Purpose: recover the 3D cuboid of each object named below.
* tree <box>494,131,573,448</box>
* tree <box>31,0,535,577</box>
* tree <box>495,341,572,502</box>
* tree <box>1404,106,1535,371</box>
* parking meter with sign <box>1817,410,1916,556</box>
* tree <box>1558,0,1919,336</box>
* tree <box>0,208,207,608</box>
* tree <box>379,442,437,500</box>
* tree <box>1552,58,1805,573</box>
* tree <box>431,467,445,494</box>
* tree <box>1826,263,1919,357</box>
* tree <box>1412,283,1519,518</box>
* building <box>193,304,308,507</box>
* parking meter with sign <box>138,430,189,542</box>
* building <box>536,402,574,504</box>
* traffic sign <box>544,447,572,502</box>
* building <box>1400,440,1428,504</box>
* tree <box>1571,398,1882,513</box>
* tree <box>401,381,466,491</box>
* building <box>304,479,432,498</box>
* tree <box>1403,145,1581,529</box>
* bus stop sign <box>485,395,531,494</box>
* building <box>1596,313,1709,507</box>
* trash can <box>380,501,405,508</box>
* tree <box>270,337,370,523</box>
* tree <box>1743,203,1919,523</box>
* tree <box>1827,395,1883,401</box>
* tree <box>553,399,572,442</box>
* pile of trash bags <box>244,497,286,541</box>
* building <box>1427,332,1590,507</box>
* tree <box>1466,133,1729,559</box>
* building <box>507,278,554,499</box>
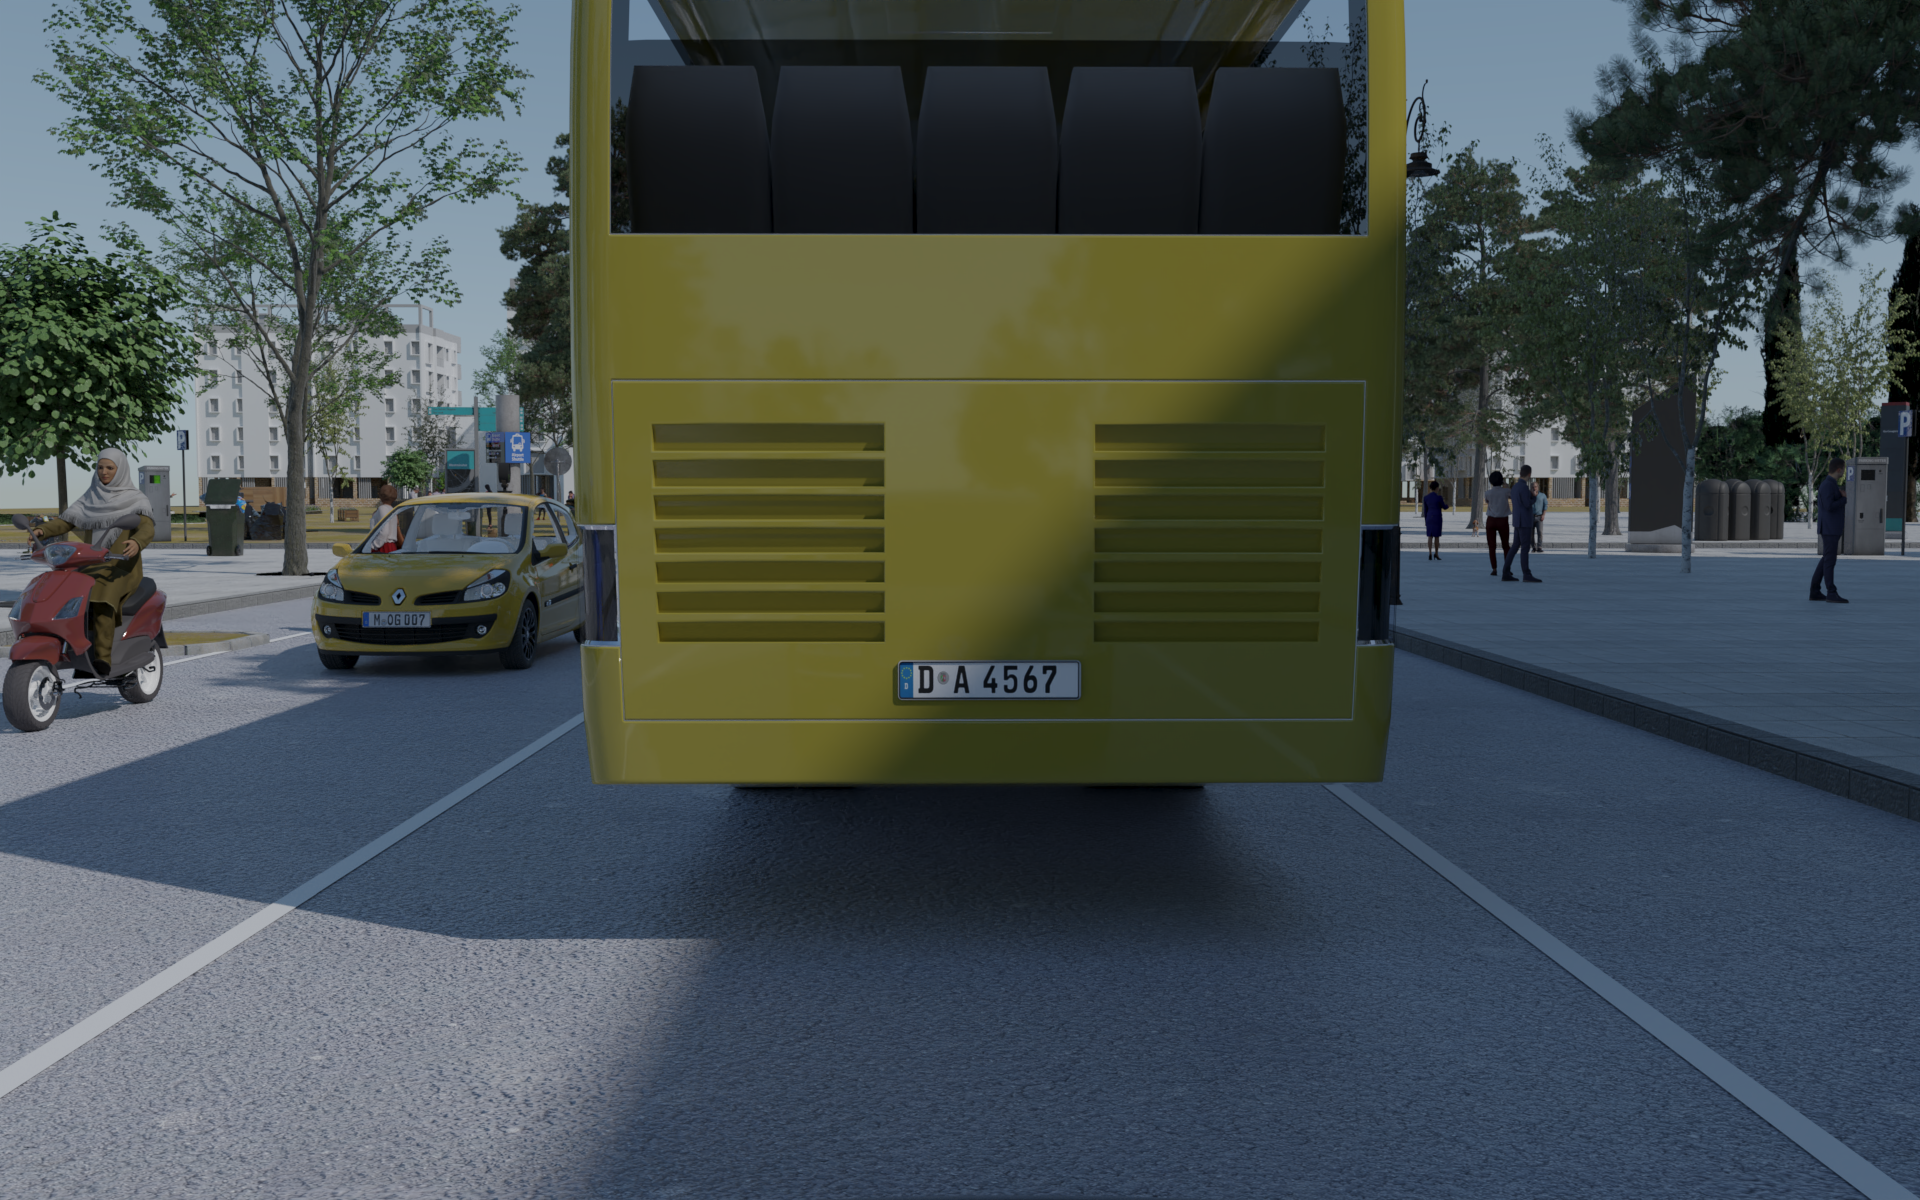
[{"bbox_3d":[-11.002,-8.996,54.505,7.806,13.903,7.818,0,3,0],"label":"tree"},{"bbox_3d":[-10.310,-6.189,26.949,9.928,11.665,9.643,0,3,0],"label":"tree"},{"bbox_3d":[-23.306,-10.085,99.309,7.601,10.594,8.767,-1,4,-11],"label":"tree"},{"bbox_3d":[6.123,-4.644,26.292,4.360,8.622,3.978,0,3,0],"label":"tree"},{"bbox_3d":[18.903,-2.441,36.168,1.738,3.016,0.543,0,4,1],"label":"parking meter with sign"},{"bbox_3d":[6.286,-5.252,7.932,6.751,12.117,7.091,0,3,0],"label":"tree"},{"bbox_3d":[-10.491,-2.218,19.970,4.285,4.588,4.351,0,3,0],"label":"tree"},{"bbox_3d":[-34.113,-7.555,107.242,4.285,4.588,4.351,0,3,0],"label":"tree"},{"bbox_3d":[11.883,-4.764,28.256,4.360,8.622,3.978,0,3,0],"label":"tree"},{"bbox_3d":[-35.066,-7.523,117.595,1.663,3.219,1.824,0,3,0],"label":"tree"},{"bbox_3d":[28.046,-6.384,54.744,4.737,8.622,4.395,0,3,0],"label":"tree"},{"bbox_3d":[25.431,-11.227,93.934,12.009,13.543,11.850,0,3,0],"label":"tree"},{"bbox_3d":[-70.173,-19.729,178.981,11.380,20.091,16.016,0,4,-1],"label":"building"},{"bbox_3d":[-21.657,-3.073,46.511,0.543,3.016,1.738,3,5,41],"label":"parking meter with sign"},{"bbox_3d":[-27.576,-11.869,136.212,9.099,9.664,28.070,0,4,-1],"label":"building"},{"bbox_3d":[-10.950,-2.879,47.180,0.768,2.556,0.104,0,4,0],"label":"traffic sign"},{"bbox_3d":[57.963,-22.542,224.975,11.380,20.091,16.016,0,4,-1],"label":"building"},{"bbox_3d":[52.338,-9.389,116.412,20.602,7.101,11.467,-1,4,-18],"label":"tree"},{"bbox_3d":[-34.514,-9.944,112.941,4.360,8.622,3.978,0,3,0],"label":"tree"},{"bbox_3d":[-71.240,-17.065,221.154,28.070,9.664,9.099,0,4,-1],"label":"building"},{"bbox_3d":[19.286,-9.529,63.227,7.806,13.903,7.818,0,3,0],"label":"tree"},{"bbox_3d":[-12.037,-3.496,46.170,0.837,3.901,0.837,3,4,38],"label":"bus stop sign"},{"bbox_3d":[68.884,-19.819,180.454,11.380,20.091,16.016,0,4,-1],"label":"building"},{"bbox_3d":[-12.023,-1.557,37.114,0.748,1.137,0.748,0,3,0],"label":"trash can"},{"bbox_3d":[-28.242,-7.759,77.214,4.737,8.622,4.395,0,3,0],"label":"tree"},{"bbox_3d":[45.235,-10.986,81.445,18.604,14.587,13.155,0,4,-4],"label":"tree"},{"bbox_3d":[47.695,-8.164,96.389,11.467,7.101,20.602,3,4,36],"label":"tree"},{"bbox_3d":[-17.450,-8.156,83.718,4.360,8.622,3.978,0,3,0],"label":"tree"},{"bbox_3d":[-19.703,-2.326,47.783,1.912,1.369,3.447,0,4,4],"label":"pile of trash bags"},{"bbox_3d":[57.004,-19.811,180.330,11.380,20.091,16.016,0,4,-1],"label":"building"},{"bbox_3d":[12.362,-5.132,34.267,4.737,8.622,4.395,0,3,0],"label":"tree"},{"bbox_3d":[-31.388,-18.340,156.270,16.016,20.091,11.380,0,4,-1],"label":"building"}]
